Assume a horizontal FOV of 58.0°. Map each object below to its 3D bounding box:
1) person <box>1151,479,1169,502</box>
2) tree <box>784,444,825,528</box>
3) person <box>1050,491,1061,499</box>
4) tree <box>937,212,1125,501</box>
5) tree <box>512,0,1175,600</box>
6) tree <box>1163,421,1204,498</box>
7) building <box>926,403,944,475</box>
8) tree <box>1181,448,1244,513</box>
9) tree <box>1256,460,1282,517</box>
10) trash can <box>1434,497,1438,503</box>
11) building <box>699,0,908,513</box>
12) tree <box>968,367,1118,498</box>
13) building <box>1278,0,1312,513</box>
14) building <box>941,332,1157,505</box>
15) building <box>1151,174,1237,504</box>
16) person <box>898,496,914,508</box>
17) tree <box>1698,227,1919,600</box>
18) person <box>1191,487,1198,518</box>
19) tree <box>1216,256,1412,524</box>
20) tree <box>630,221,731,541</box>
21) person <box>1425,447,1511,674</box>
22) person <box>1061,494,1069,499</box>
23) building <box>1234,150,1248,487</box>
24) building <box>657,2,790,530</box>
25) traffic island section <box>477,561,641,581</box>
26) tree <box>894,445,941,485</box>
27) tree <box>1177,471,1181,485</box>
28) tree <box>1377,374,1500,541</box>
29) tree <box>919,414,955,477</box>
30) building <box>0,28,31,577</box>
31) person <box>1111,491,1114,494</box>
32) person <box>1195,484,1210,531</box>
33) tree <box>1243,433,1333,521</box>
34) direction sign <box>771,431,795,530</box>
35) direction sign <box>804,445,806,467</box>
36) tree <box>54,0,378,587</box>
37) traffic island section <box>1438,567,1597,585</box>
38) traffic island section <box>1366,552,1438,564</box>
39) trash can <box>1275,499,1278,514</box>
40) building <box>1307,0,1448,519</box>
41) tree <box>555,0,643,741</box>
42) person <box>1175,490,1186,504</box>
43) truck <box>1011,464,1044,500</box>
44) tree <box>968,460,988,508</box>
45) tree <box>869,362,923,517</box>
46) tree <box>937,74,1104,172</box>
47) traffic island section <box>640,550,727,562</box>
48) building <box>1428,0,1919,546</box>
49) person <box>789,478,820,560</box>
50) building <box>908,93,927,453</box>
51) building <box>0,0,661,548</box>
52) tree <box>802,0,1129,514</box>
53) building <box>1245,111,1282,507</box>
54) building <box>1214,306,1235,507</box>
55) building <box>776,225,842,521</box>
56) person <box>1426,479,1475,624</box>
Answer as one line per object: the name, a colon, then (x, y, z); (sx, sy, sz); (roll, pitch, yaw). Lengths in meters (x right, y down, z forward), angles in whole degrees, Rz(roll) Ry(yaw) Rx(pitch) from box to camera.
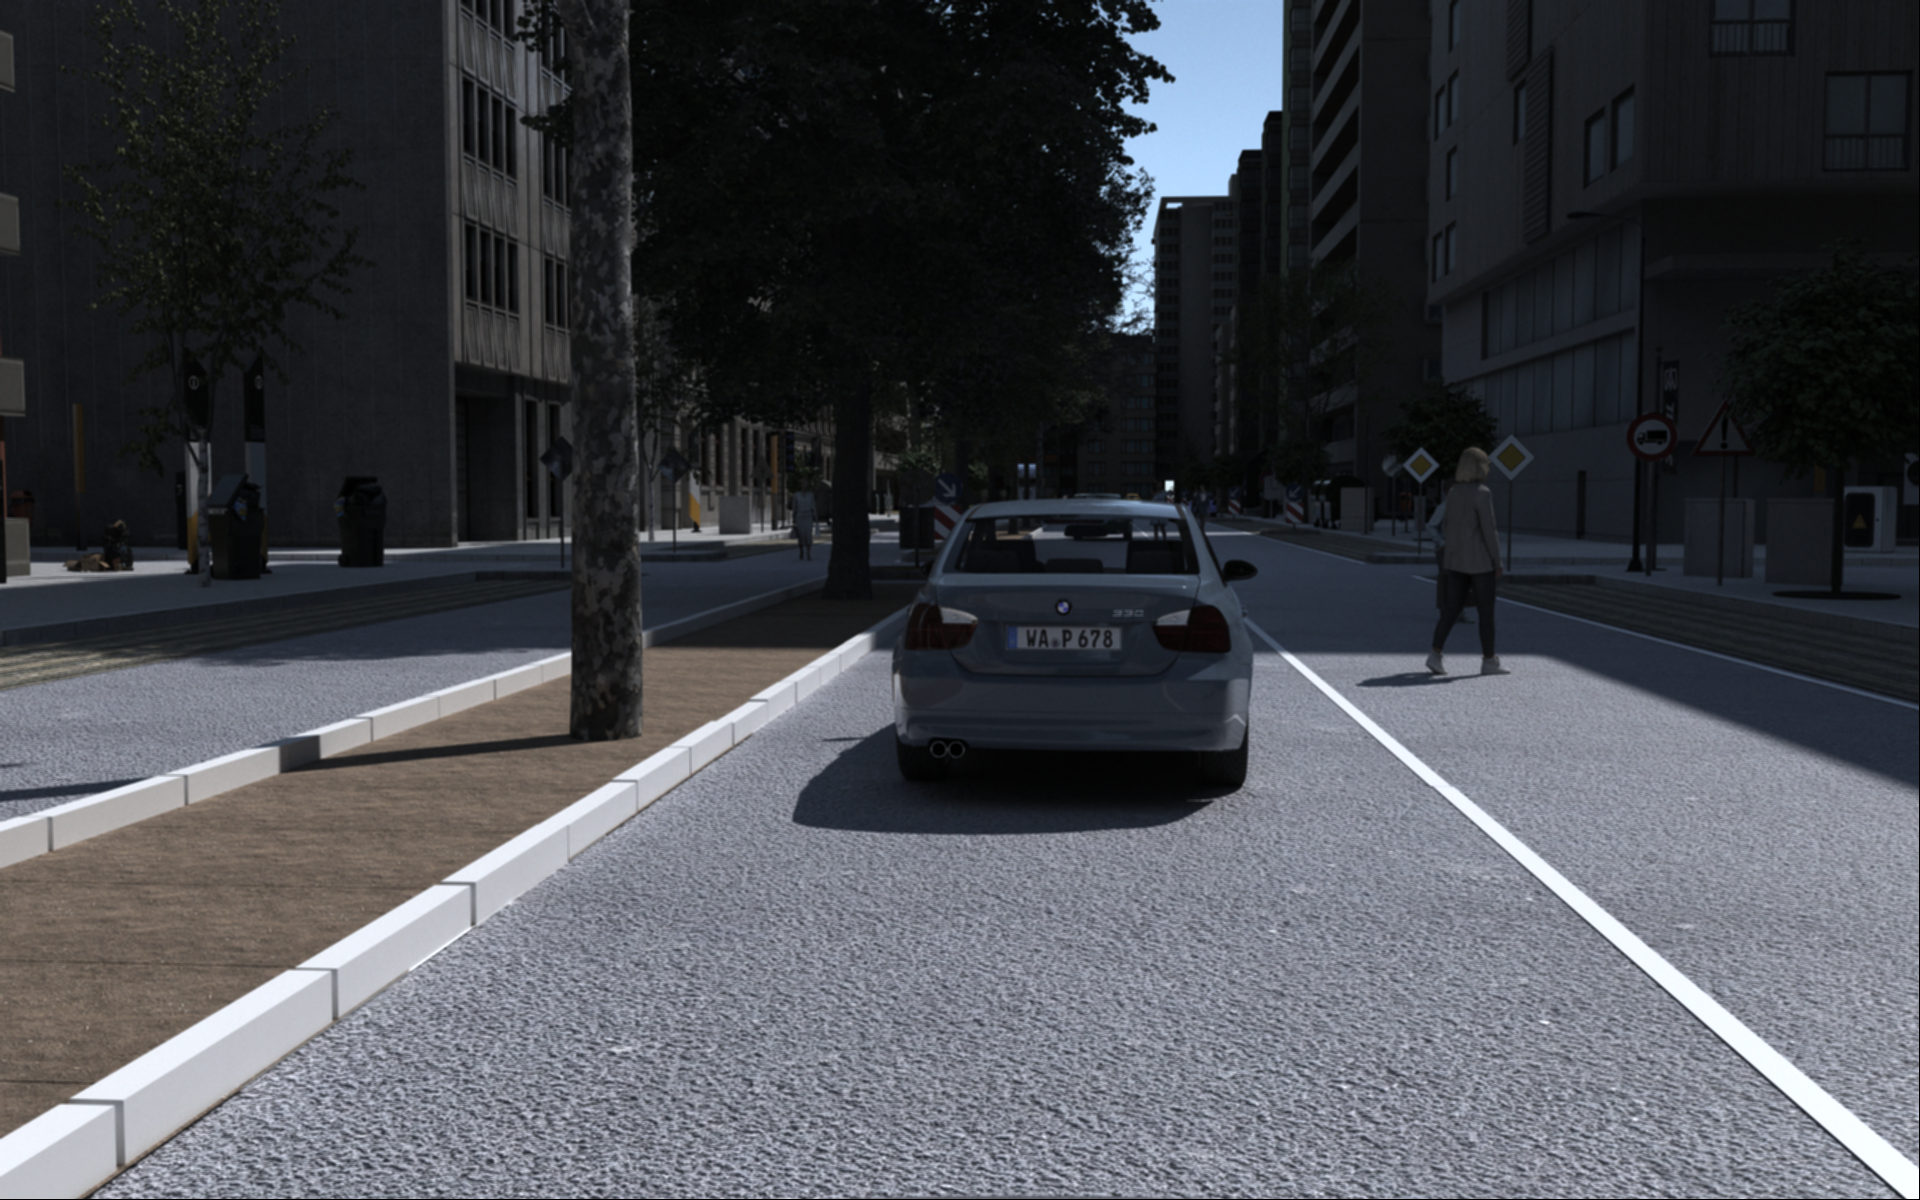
person: (5.173, -2.239, 45.199); (0.616, 1.811, 0.778); (1, 4, 23)
tree: (-6.211, -4.355, 65.800); (1.663, 3.219, 1.824); (0, 3, 0)
person: (10.269, -10.901, 186.825); (1.348, 1.812, 0.705); (0, 4, 0)
tree: (1.978, -8.083, 60.376); (9.928, 11.665, 9.643); (0, 3, 0)
tree: (-1.524, -6.977, 23.186); (9.857, 13.997, 8.962); (0, 3, 0)
tree: (22.857, -13.782, 175.705); (4.360, 8.622, 3.978); (0, 3, 0)
building: (-13.956, -29.333, 171.474); (23.993, 40.220, 32.217); (0, 4, 5)
tree: (18.477, -8.344, 120.134); (4.285, 4.588, 4.351); (0, 3, 0)
tree: (17.239, -6.307, 97.727); (1.663, 3.219, 1.824); (0, 3, 0)
trash can: (21.851, -4.088, 78.488); (0.748, 1.137, 0.748); (0, 3, 0)
building: (-15.482, -30.615, 124.253); (21.300, 48.544, 21.600); (0, 4, 5)
tree: (4.549, -9.724, 95.863); (8.767, 10.594, 7.601); (0, 4, 5)
building: (28.971, -26.627, 118.948); (14.154, 41.232, 14.086); (0, 4, 5)
building: (9.118, -22.491, 212.764); (28.899, 21.520, 27.650); (0, 4, 5)
building: (35.778, -31.858, 212.758); (23.993, 40.220, 32.217); (0, 4, 5)
person: (-2.735, -4.725, 86.022); (0.850, 1.792, 0.678); (3, 4, 39)
tree: (10.902, -2.317, 21.605); (4.285, 4.588, 4.351); (0, 3, 0)
person: (13.268, -5.442, 97.435); (0.622, 1.834, 0.822); (1, 4, 19)
tree: (15.072, -9.099, 74.521); (9.928, 11.665, 9.643); (0, 3, 0)
tree: (-8.298, -5.887, 46.620); (4.360, 8.622, 3.978); (0, 3, 0)
person: (4.002, -0.312, 13.790); (0.728, 1.800, 0.709); (-1, 4, -22)
person: (8.957, -8.344, 148.108); (0.799, 1.438, 0.628); (-2, 4, -33)
building: (30.387, -22.994, 147.655); (14.160, 30.474, 14.107); (0, 4, 5)
building: (-14.394, -14.384, 71.332); (11.583, 22.565, 21.152); (0, 4, 5)
traffic island section: (-6.911, -0.474, 30.032); (2.009, 0.180, 2.903); (0, 4, 5)
tree: (-2.825, -7.889, 112.703); (4.285, 4.588, 4.351); (0, 3, 0)
tree: (21.209, -10.446, 154.509); (4.285, 4.588, 4.351); (0, 3, 0)
tree: (13.216, -3.911, 47.662); (4.285, 4.588, 4.351); (0, 3, 0)
tree: (-1.462, -11.103, 131.901); (4.737, 8.622, 4.395); (0, 3, 0)
building: (-30.162, -10.337, 14.057); (28.899, 21.520, 27.650); (0, 4, 5)
person: (16.075, -10.669, 183.760); (0.721, 1.723, 1.217); (-1, 4, -22)
person: (9.499, -3.614, 67.606); (0.581, 1.822, 0.654); (2, 4, 25)
tree: (16.195, -6.079, 83.108); (4.285, 4.588, 4.351); (0, 3, 0)
direction sign: (-6.389, -4.310, 62.463); (0.876, 3.537, 0.379); (1, 4, 11)
direction sign: (-7.133, -5.362, 79.660); (0.379, 3.537, 0.876); (0, 4, 0)
tree: (-10.407, -4.499, 23.918); (4.737, 8.622, 4.395); (0, 3, 0)
traffic island section: (9.130, -0.396, 28.763); (2.009, 0.180, 2.903); (0, 4, 5)
traffic island section: (9.760, -0.883, 36.723); (2.009, 0.180, 2.903); (0, 4, 5)
trash can: (19.153, -5.782, 106.184); (0.748, 1.137, 0.748); (0, 3, 0)
building: (31.479, -28.879, 95.865); (21.300, 48.544, 21.600); (0, 4, 5)
tree: (-3.222, -9.308, 10.529); (12.611, 20.169, 13.585); (0, 3, 0)
person: (18.430, -8.267, 144.382); (1.217, 1.735, 0.721); (-2, 4, -27)
truck: (6.549, -10.516, 161.689); (2.967, 4.110, 18.799); (0, 4, 4)
tree: (1.932, -11.887, 178.058); (4.285, 4.588, 4.351); (0, 3, 0)
tree: (-3.932, -8.900, 95.882); (4.360, 8.622, 3.978); (0, 3, 0)
tree: (0.904, -8.348, 49.321); (12.009, 13.543, 11.850); (0, 3, 0)
traffic island section: (-6.281, -0.961, 37.992); (2.009, 0.180, 2.903); (0, 4, 5)
building: (30.097, -28.315, 52.195); (27.495, 52.752, 28.713); (0, 4, 5)
person: (-3.358, -1.768, 37.754); (0.694, 1.780, 0.624); (0, 4, 6)
building: (-10.359, -28.061, 142.392); (14.154, 41.232, 14.086); (0, 4, 5)
building: (-17.283, -14.236, 50.777); (12.078, 24.808, 19.932); (0, 4, 5)
tree: (-0.046, -7.277, 39.565); (7.486, 12.596, 7.792); (0, 3, 0)
building: (30.011, -22.124, 133.431); (14.160, 30.474, 14.107); (0, 4, 5)
building: (39.782, -19.797, 168.717); (27.650, 21.520, 28.899); (0, 4, 5)
building: (-12.231, -13.877, 91.511); (10.561, 19.102, 19.286); (0, 4, 5)
person: (5.426, -0.540, 19.142); (0.589, 1.601, 0.330); (-2, 4, -25)
